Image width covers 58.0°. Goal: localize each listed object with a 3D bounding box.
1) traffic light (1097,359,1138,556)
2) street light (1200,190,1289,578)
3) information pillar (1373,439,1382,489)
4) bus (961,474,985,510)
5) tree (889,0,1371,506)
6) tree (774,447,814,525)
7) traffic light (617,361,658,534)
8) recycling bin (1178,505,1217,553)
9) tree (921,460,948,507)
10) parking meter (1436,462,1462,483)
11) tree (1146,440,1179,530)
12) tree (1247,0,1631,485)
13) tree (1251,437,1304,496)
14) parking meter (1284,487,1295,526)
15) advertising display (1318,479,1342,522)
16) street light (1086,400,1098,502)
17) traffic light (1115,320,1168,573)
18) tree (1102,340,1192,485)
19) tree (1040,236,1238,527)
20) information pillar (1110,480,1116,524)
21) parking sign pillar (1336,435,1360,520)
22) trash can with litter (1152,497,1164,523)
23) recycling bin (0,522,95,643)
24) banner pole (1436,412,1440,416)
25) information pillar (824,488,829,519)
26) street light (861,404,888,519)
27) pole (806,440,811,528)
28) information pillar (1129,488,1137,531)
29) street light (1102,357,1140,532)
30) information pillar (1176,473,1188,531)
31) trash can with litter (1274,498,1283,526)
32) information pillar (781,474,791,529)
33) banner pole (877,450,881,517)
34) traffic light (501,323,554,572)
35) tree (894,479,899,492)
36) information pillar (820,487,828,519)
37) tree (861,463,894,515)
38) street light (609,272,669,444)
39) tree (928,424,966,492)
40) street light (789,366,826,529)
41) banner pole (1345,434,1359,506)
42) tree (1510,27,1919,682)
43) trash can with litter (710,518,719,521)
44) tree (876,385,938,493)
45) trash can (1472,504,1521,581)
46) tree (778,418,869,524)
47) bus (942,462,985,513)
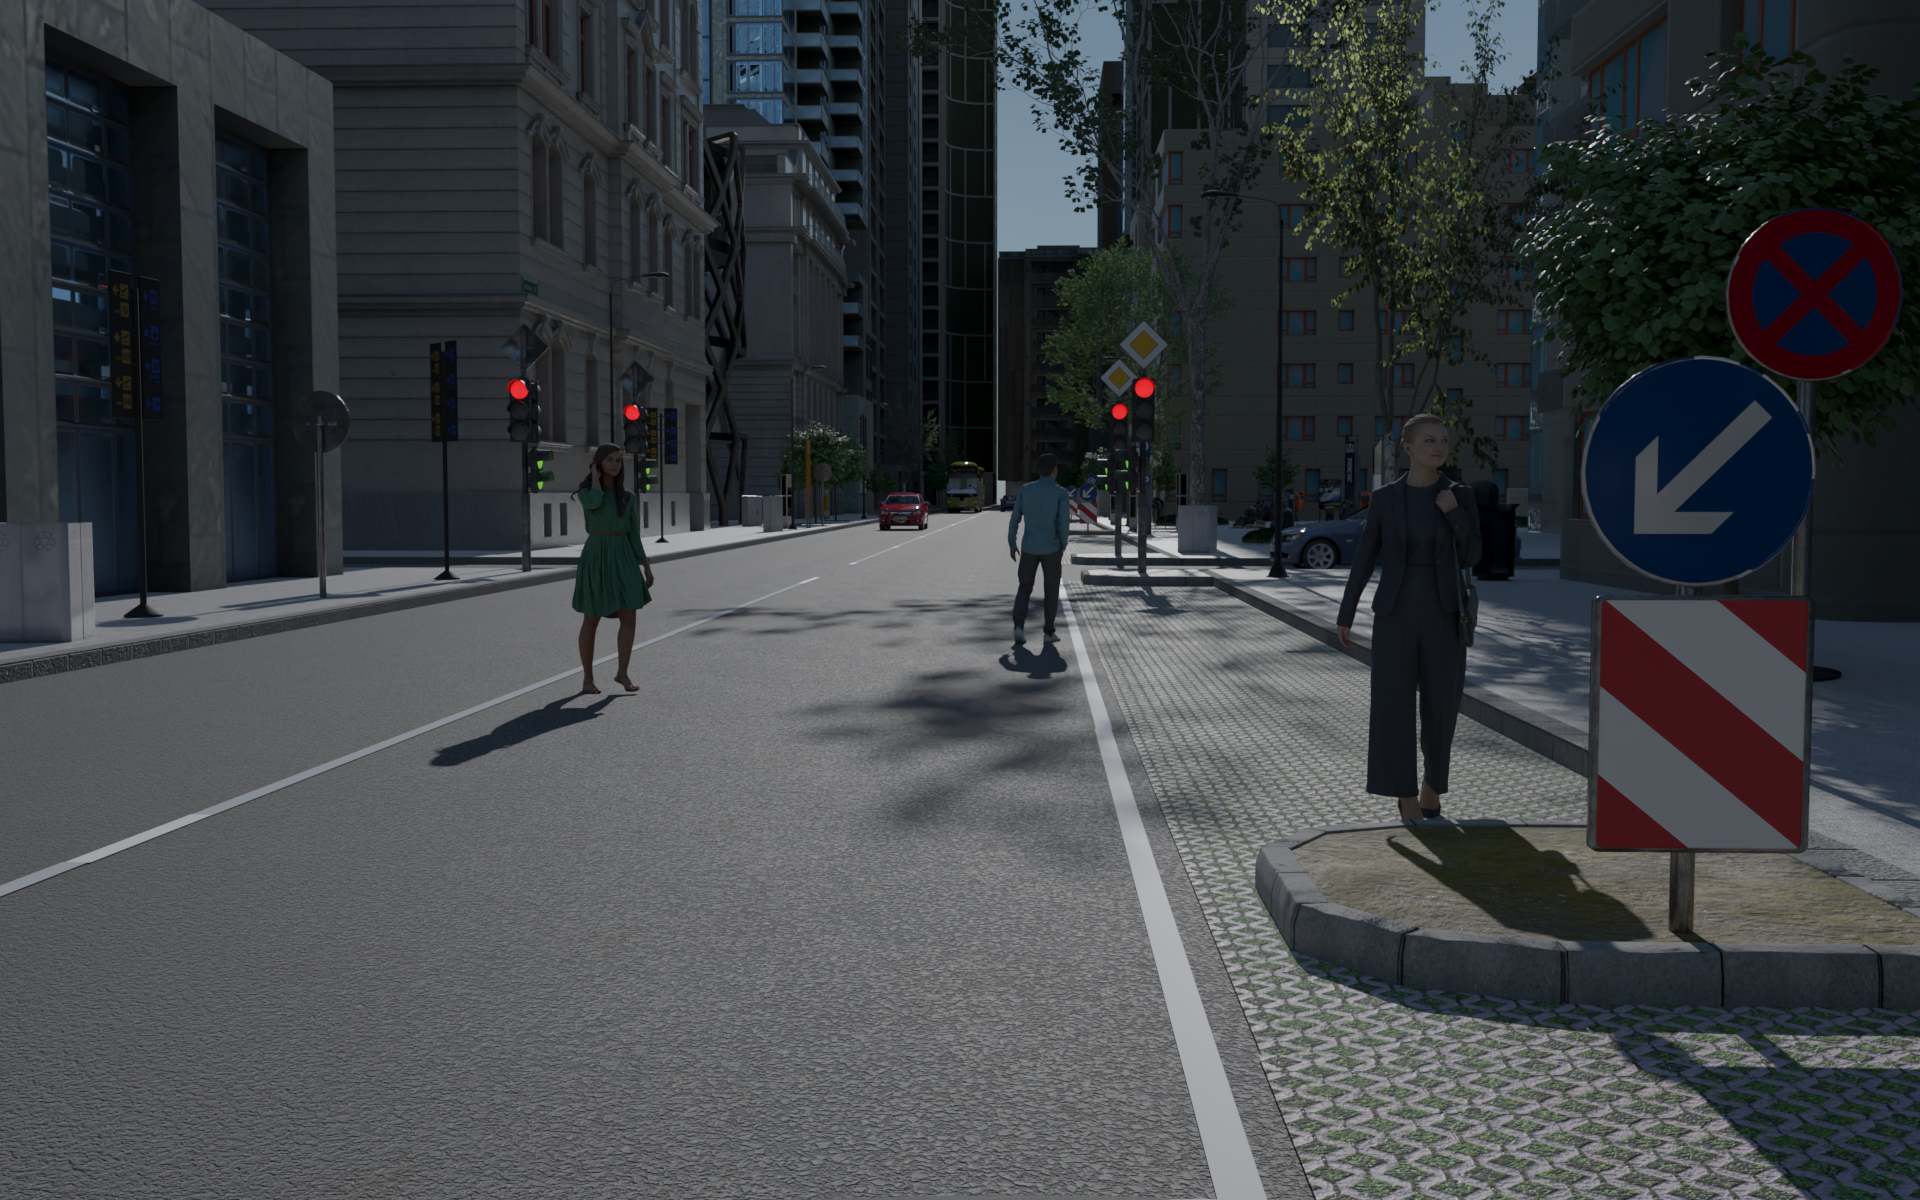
[{"bbox_3d":[3.289,-2.886,36.104,0.839,4.253,0.868,0,4,2],"label":"traffic light"},{"bbox_3d":[4.374,-3.309,26.639,1.470,5.913,1.316,0,4,2],"label":"street light"},{"bbox_3d":[17.626,-5.006,73.201,0.504,3.616,0.183,-3,5,-40],"label":"information pillar"},{"bbox_3d":[0.666,-10.000,155.042,2.896,3.916,12.252,0,4,4],"label":"bus"},{"bbox_3d":[5.058,-11.568,45.027,12.611,20.169,13.585,0,3,0],"label":"tree"},{"bbox_3d":[-7.032,-4.671,70.975,1.663,3.219,1.824,0,3,0],"label":"tree"},{"bbox_3d":[-6.814,-2.911,36.514,0.839,4.253,0.868,0,4,2],"label":"traffic light"},{"bbox_3d":[5.238,-1.568,38.190,0.722,1.027,0.722,2,4,23],"label":"recycling bin"},{"bbox_3d":[-2.075,-11.244,167.547,4.285,4.588,4.351,0,3,0],"label":"tree"},{"bbox_3d":[8.097,-1.419,28.919,0.399,1.863,0.255,2,4,32],"label":"parking meter"},{"bbox_3d":[7.456,-4.145,62.372,1.663,3.219,1.824,0,3,0],"label":"tree"},{"bbox_3d":[5.501,-4.328,21.130,4.360,8.622,3.978,0,3,0],"label":"tree"},{"bbox_3d":[10.693,-3.941,59.044,1.663,3.219,1.824,0,3,0],"label":"tree"},{"bbox_3d":[11.702,-3.249,61.527,0.372,1.533,0.369,0,3,0],"label":"parking meter"},{"bbox_3d":[16.121,-4.297,75.465,0.974,1.923,0.123,1,4,18],"label":"advertising display"},{"bbox_3d":[6.865,-6.866,84.802,1.470,5.913,1.316,0,4,2],"label":"street light"},{"bbox_3d":[2.952,-2.398,28.126,0.839,4.253,0.868,0,4,2],"label":"traffic light"},{"bbox_3d":[8.626,-7.882,79.231,4.737,8.622,4.395,0,3,0],"label":"tree"},{"bbox_3d":[6.915,-8.745,68.734,9.928,11.665,9.643,0,3,0],"label":"tree"},{"bbox_3d":[6.595,-4.258,74.109,0.304,2.012,0.304,1,4,15],"label":"information pillar"},{"bbox_3d":[18.045,-5.579,79.682,1.447,3.967,1.447,2,4,25],"label":"parking sign pillar"},{"bbox_3d":[8.909,-4.022,77.144,1.055,1.170,0.624,-3,5,-44],"label":"trash can with litter"},{"bbox_3d":[-8.103,-0.163,15.223,0.722,1.027,0.722,-1,4,-9],"label":"recycling bin"},{"bbox_3d":[14.289,-3.819,52.460,0.863,3.779,0.401,-2,4,-34],"label":"banner pole"},{"bbox_3d":[-6.857,-5.155,88.772,0.304,2.012,0.304,0,4,-7],"label":"information pillar"},{"bbox_3d":[-4.409,-7.126,89.053,1.470,5.913,1.316,0,4,2],"label":"street light"},{"bbox_3d":[-5.706,-4.361,65.148,0.158,3.312,0.155,0,3,0],"label":"pole"},{"bbox_3d":[6.164,-3.459,61.042,0.304,2.012,0.304,2,4,32],"label":"information pillar"},{"bbox_3d":[5.540,-5.268,58.674,1.470,5.913,1.316,0,4,2],"label":"street light"},{"bbox_3d":[7.704,-3.404,60.147,0.304,2.012,0.304,-1,4,-14],"label":"information pillar"},{"bbox_3d":[9.460,-2.444,51.021,1.678,1.210,2.233,0,4,5],"label":"trash can with litter"},{"bbox_3d":[-6.463,-3.673,64.545,0.304,2.012,0.304,3,4,37],"label":"information pillar"},{"bbox_3d":[-4.636,-6.671,99.085,0.401,3.779,0.863,-1,4,-17],"label":"banner pole"},{"bbox_3d":[-7.151,-2.423,28.536,0.839,4.253,0.868,0,4,2],"label":"traffic light"},{"bbox_3d":[-4.707,-7.257,113.253,1.663,3.219,1.824,0,3,0],"label":"tree"},{"bbox_3d":[-6.895,-5.879,87.477,0.504,3.616,0.183,3,4,38],"label":"information pillar"},{"bbox_3d":[-5.336,-6.854,106.660,1.663,3.219,1.824,0,3,0],"label":"tree"},{"bbox_3d":[-6.779,-3.906,36.404,1.470,5.913,1.316,0,4,2],"label":"street light"},{"bbox_3d":[-1.260,-14.094,180.797,4.737,8.622,4.395,0,3,0],"label":"tree"},{"bbox_3d":[-5.550,-5.528,62.918,1.470,5.913,1.316,0,4,2],"label":"street light"},{"bbox_3d":[16.331,-5.016,72.026,0.401,3.779,0.863,-3,5,-41],"label":"banner pole"},{"bbox_3d":[5.621,-1.753,12.380,4.285,4.588,4.351,0,3,0],"label":"tree"},{"bbox_3d":[-11.879,-4.346,82.112,1.678,1.210,2.233,1,4,14],"label":"trash can with litter"},{"bbox_3d":[-3.567,-10.235,117.705,4.360,8.622,3.978,0,3,0],"label":"tree"},{"bbox_3d":[7.935,-0.862,25.754,0.748,1.137,0.748,0,3,0],"label":"trash can"},{"bbox_3d":[-6.142,-5.559,74.605,4.285,4.588,4.351,0,3,0],"label":"tree"},{"bbox_3d":[0.440,-8.824,135.818,2.896,3.916,12.252,0,4,3],"label":"bus"}]
